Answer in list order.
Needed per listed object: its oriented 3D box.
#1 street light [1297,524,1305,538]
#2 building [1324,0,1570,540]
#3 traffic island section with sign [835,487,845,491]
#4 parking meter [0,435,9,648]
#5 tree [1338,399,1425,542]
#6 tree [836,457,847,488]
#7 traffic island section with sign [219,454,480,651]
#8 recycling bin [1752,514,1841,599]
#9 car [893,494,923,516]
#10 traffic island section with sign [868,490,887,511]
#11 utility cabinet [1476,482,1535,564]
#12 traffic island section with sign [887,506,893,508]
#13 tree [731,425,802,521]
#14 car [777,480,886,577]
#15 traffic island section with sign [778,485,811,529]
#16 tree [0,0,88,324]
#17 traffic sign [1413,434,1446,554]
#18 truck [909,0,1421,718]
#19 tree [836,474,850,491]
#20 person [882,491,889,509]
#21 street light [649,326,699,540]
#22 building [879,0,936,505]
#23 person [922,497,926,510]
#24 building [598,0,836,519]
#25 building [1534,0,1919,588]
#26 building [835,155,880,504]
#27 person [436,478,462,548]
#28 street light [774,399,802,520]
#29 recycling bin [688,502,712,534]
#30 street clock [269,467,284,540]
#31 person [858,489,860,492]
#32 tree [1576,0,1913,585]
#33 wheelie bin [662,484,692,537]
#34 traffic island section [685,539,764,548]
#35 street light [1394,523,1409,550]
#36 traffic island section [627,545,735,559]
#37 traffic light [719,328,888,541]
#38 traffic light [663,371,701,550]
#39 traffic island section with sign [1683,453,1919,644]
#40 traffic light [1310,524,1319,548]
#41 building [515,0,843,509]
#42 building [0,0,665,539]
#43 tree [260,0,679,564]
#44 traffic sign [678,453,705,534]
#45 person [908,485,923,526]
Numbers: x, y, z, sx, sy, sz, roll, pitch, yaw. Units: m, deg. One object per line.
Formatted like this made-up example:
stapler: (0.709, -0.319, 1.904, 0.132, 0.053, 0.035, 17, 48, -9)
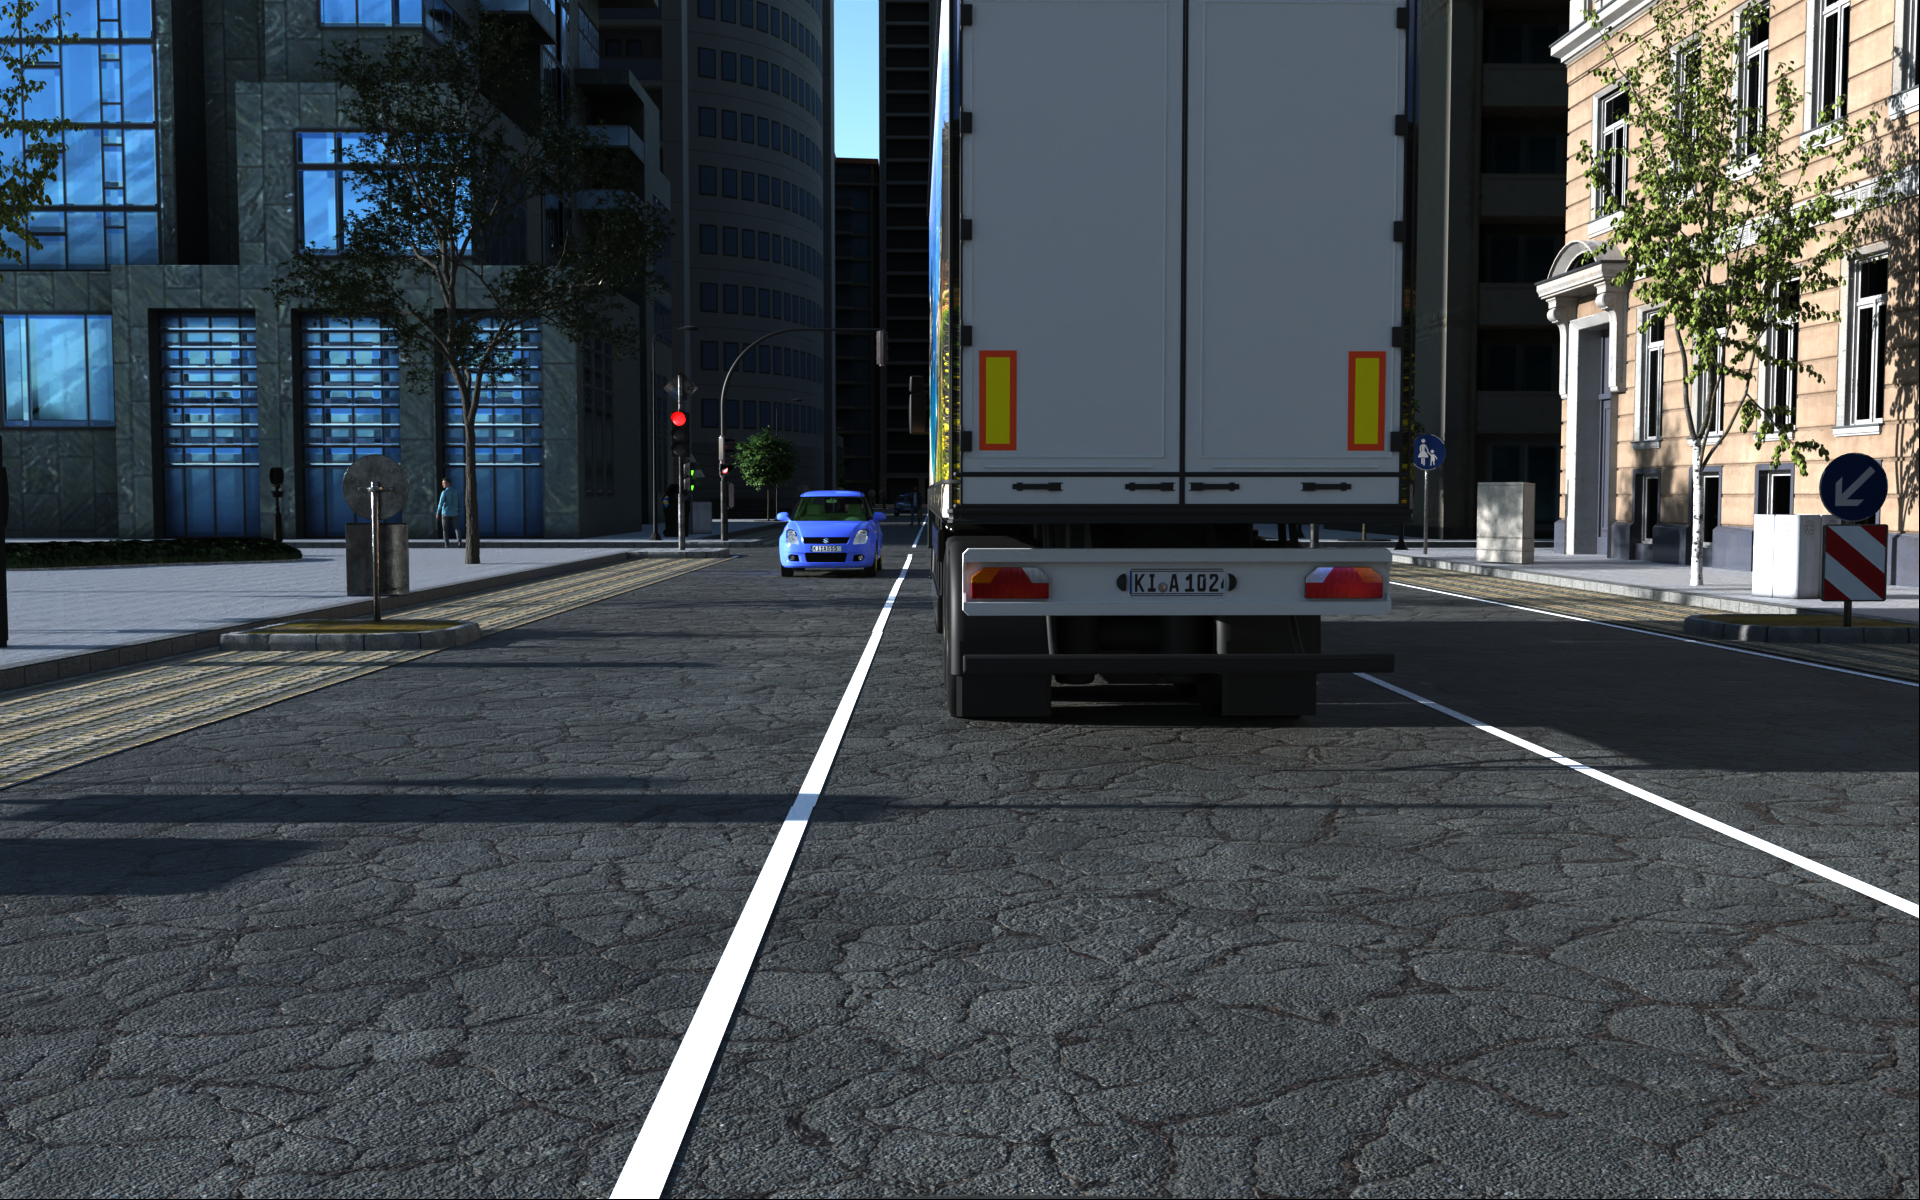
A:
street light: (9.395, -4.769, 50.518, 1.470, 5.913, 1.316, 0, 4, -1)
building: (23.902, -26.554, 57.862, 21.600, 48.544, 21.300, 0, 4, -1)
traffic island section with sign: (-6.872, -5.593, 100.079, 1.989, 1.847, 2.006, 0, 4, -1)
parking meter: (-8.166, -0.534, 14.440, 0.399, 1.863, 0.255, -3, 5, -40)
tree: (11.011, -3.892, 47.344, 4.285, 4.588, 4.351, 0, 3, 0)
tree: (-9.951, -8.794, 127.500, 4.285, 4.588, 4.351, 0, 3, 0)
traffic island section with sign: (-5.740, -0.490, 16.641, 1.989, 1.847, 2.006, 0, 4, -1)
recycling bin: (10.391, -0.549, 21.526, 0.722, 1.027, 0.722, -1, 4, -21)
car: (-3.438, -6.270, 114.518, 2.014, 1.417, 4.499, 0, 4, 0)
traffic island section with sign: (-7.537, -8.608, 149.376, 1.989, 1.847, 2.006, 0, 4, -1)
utility cabinet: (10.088, -1.427, 32.009, 0.318, 1.500, 1.173, -2, 4, -26)
traffic island section with sign: (-7.921, -10.341, 177.697, 1.989, 1.847, 2.006, 0, 4, -1)
tree: (-9.157, -6.006, 81.906, 4.285, 4.588, 4.351, 0, 3, 0)
car: (-2.285, -1.320, 31.166, 1.945, 1.707, 3.694, 0, 4, 0)
traffic island section with sign: (-6.499, -3.890, 72.227, 1.989, 1.847, 2.006, 0, 4, -1)
tree: (-13.525, -4.411, 22.483, 4.737, 8.622, 4.395, 0, 3, 0)
traffic sign: (9.939, -2.251, 36.913, 0.768, 2.556, 0.104, 0, 4, 0)
truck: (0.983, -1.559, 14.395, 2.839, 4.237, 11.283, 0, 4, -2)
tree: (-9.834, -9.135, 143.956, 1.663, 3.219, 1.824, 0, 3, 0)
person: (-7.228, -9.668, 167.290, 0.721, 1.743, 1.217, 2, 4, 31)
street light: (-7.918, -4.614, 47.978, 1.470, 5.913, 1.316, 0, 4, -1)
building: (0.445, -47.673, 217.706, 20.611, 71.187, 20.563, 0, 4, -1)
person: (-3.647, -9.089, 160.367, 1.065, 1.426, 0.557, 0, 4, -5)
building: (-18.619, -34.151, 100.374, 21.231, 58.520, 28.212, 0, 4, -1)
building: (19.328, -14.768, 27.362, 13.634, 28.700, 20.117, 0, 4, -1)
building: (-24.329, -34.494, 218.602, 28.867, 44.769, 22.147, 0, 4, -1)
person: (-12.793, -2.146, 43.442, 0.638, 1.841, 0.748, -2, 4, -35)
street light: (-8.387, -6.854, 84.603, 1.470, 5.913, 1.316, 0, 4, -1)
recycling bin: (-8.436, -2.657, 55.989, 0.722, 1.027, 0.722, -1, 4, -20)
street clock: (-18.473, -2.587, 46.860, 0.358, 2.002, 0.471, -3, 5, -41)
person: (-10.679, -10.822, 183.069, 1.348, 1.812, 0.705, 1, 4, 23)
tree: (10.384, -4.499, 23.914, 4.737, 8.622, 4.395, 0, 3, 0)
wheelie bin: (-8.469, -2.696, 51.983, 0.693, 1.594, 0.980, 2, 4, 29)
traffic island section: (-6.491, -1.550, 47.621, 2.009, 0.180, 2.903, 0, 4, -1)
street light: (9.622, -4.109, 39.721, 1.470, 5.913, 1.316, 0, 4, -1)
traffic island section: (-6.383, -1.062, 39.637, 2.009, 0.180, 2.903, 0, 4, -1)
traffic light: (-4.361, -4.458, 47.550, 4.771, 5.953, 1.251, 0, 4, -1)
traffic light: (-6.343, -3.094, 39.503, 0.839, 4.253, 0.868, 0, 4, -1)
traffic island section with sign: (8.470, -0.538, 17.417, 1.989, 1.847, 2.006, 0, 4, -1)
traffic light: (6.026, -3.968, 39.544, 4.771, 5.953, 1.251, 0, 4, -1)
building: (-28.670, -53.305, 184.209, 31.000, 86.520, 22.319, 0, 4, -1)
building: (-22.200, -45.826, 61.932, 22.319, 86.520, 31.000, 0, 4, -1)
tree: (-8.841, -5.962, 31.897, 8.767, 10.594, 7.601, 1, 4, 19)
traffic sign: (-8.540, -3.368, 55.069, 0.884, 2.594, 0.081, 0, 4, 4)
person: (-1.914, -4.138, 76.136, 0.794, 1.824, 0.713, 2, 4, 24)
